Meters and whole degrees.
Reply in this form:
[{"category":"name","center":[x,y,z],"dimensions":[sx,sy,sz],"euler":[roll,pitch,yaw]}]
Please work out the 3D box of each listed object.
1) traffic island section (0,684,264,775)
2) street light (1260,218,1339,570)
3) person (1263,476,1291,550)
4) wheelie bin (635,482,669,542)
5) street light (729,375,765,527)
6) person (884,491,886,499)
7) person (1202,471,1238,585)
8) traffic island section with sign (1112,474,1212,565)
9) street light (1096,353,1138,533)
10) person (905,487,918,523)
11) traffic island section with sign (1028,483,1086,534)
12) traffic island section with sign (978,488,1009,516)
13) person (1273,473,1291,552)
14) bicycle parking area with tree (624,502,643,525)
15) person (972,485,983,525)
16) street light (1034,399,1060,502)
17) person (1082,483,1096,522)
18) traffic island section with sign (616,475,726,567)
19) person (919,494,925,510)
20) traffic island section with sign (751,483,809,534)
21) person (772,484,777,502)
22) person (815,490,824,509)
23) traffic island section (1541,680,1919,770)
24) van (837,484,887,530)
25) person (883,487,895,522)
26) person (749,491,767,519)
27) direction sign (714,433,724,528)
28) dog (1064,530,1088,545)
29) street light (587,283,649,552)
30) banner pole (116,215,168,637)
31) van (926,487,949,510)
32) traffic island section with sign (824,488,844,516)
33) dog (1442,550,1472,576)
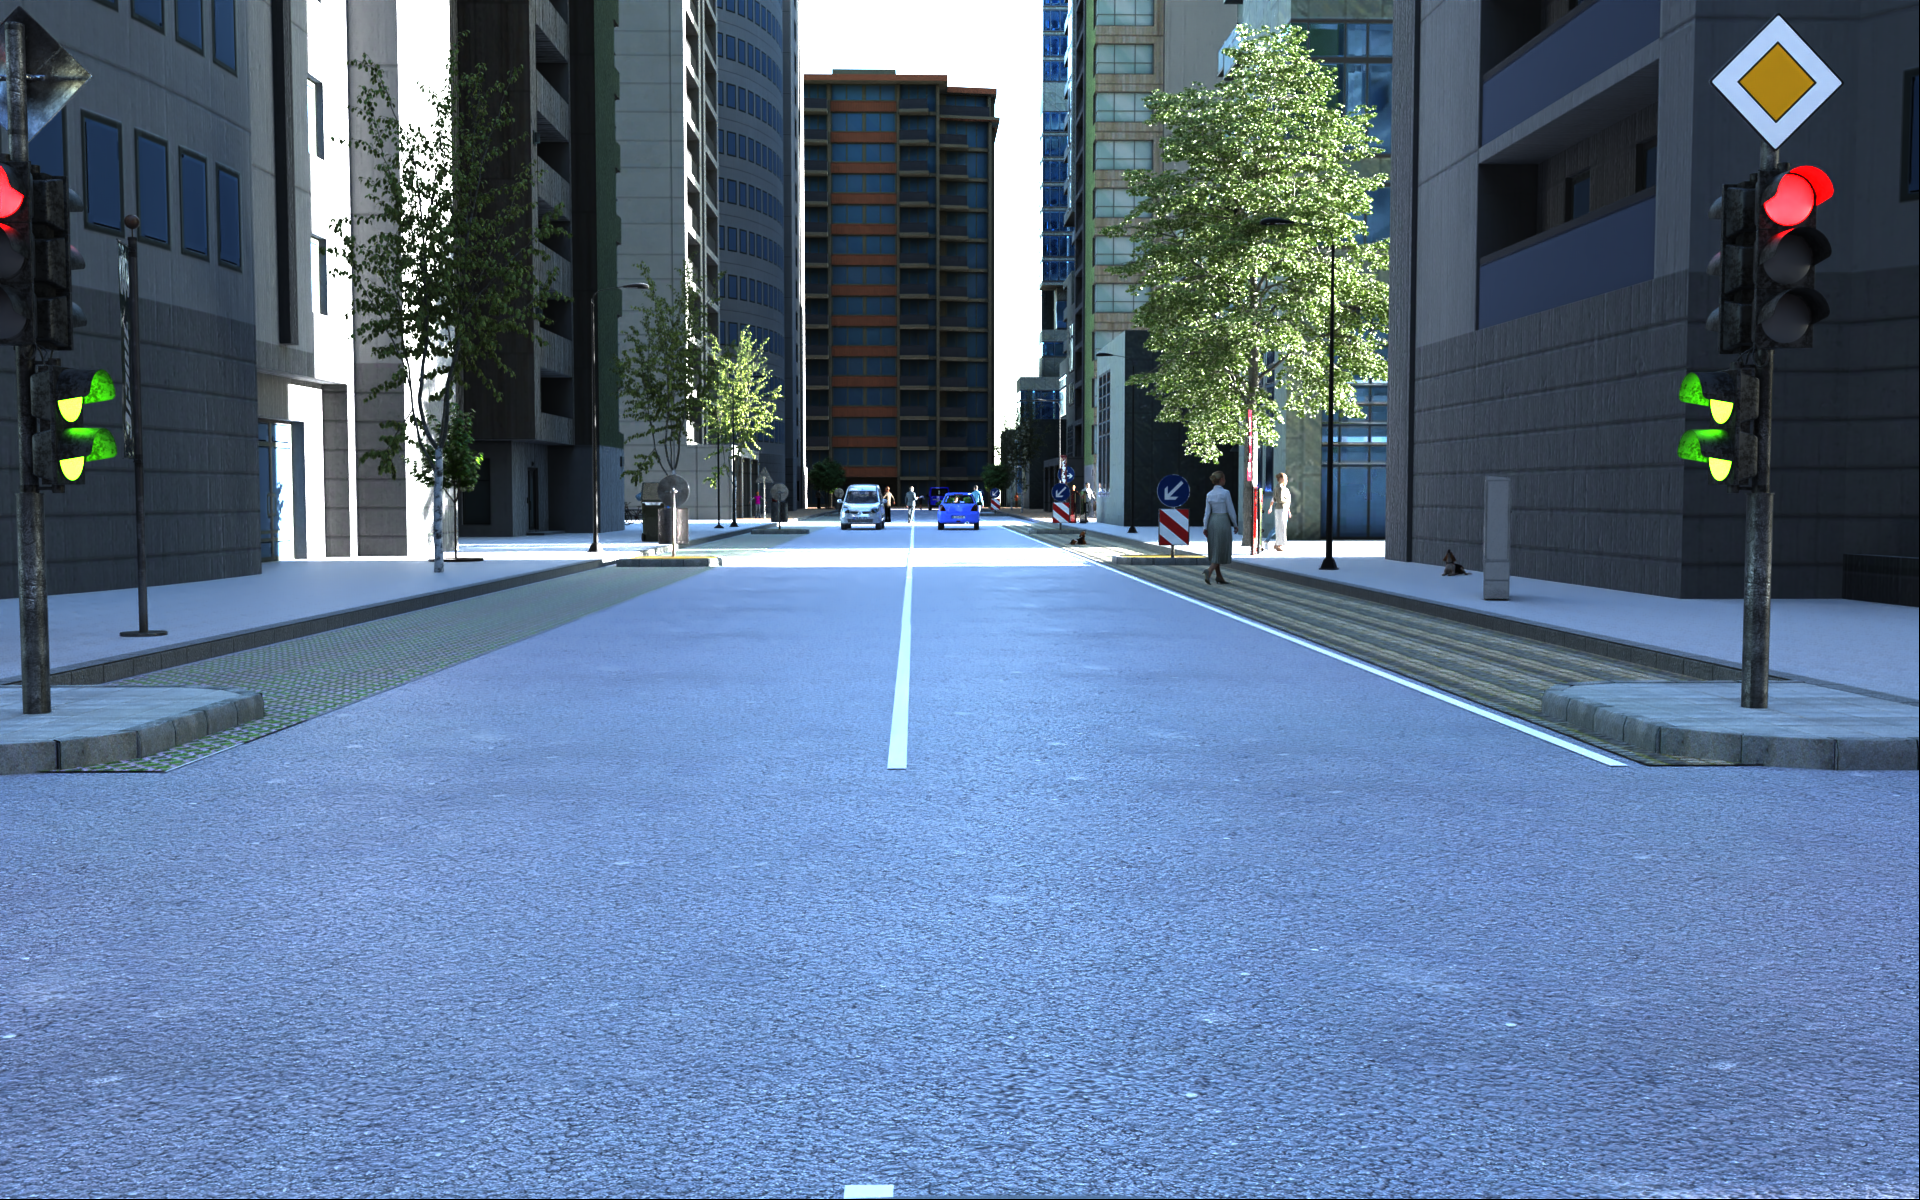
[{"category":"traffic island section","center":[-5.435,0.741,10.168],"dimensions":[2.009,0.180,2.903],"euler":[0,4,-1]},{"category":"street light","center":[5.735,-3.470,29.277],"dimensions":[1.470,5.913,1.316],"euler":[0,4,-1]},{"category":"person","center":[7.254,-2.029,39.887],"dimensions":[0.598,1.740,0.731],"euler":[2,4,31]},{"category":"wheelie bin","center":[-8.259,-2.372,46.691],"dimensions":[0.980,1.594,0.693],"euler":[0,4,-1]},{"category":"street light","center":[-8.287,-5.807,67.478],"dimensions":[1.470,5.913,1.316],"euler":[0,4,-1]},{"category":"person","center":[-6.565,-8.694,151.451],"dimensions":[0.445,1.727,0.742],"euler":[-2,4,-34]},{"category":"person","center":[4.051,-1.136,27.299],"dimensions":[0.641,1.798,0.478],"euler":[-3,4,-36]},{"category":"traffic island section with sign","center":[4.158,-1.645,35.516],"dimensions":[1.989,1.847,2.006],"euler":[0,4,-1]},{"category":"street light","center":[5.158,-5.169,57.061],"dimensions":[1.470,5.913,1.316],"euler":[0,4,-1]},{"category":"person","center":[-2.363,-4.695,85.431],"dimensions":[0.661,1.801,0.590],"euler":[2,4,35]},{"category":"traffic island section with sign","center":[3.467,-3.293,62.462],"dimensions":[1.989,1.847,2.006],"euler":[0,4,-1]},{"category":"traffic island section with sign","center":[2.161,-6.388,113.079],"dimensions":[1.989,1.847,2.006],"euler":[0,4,-1]},{"category":"person","center":[7.186,-1.958,38.607],"dimensions":[0.362,1.759,0.519],"euler":[0,4,-1]},{"category":"bicycle parking area with tree","center":[-17.010,-5.265,73.086],"dimensions":[9.016,4.147,8.231],"euler":[2,4,24]},{"category":"person","center":[0.714,-4.396,80.235],"dimensions":[0.638,1.841,0.748],"euler":[3,4,37]},{"category":"street light","center":[4.325,-6.858,84.672],"dimensions":[1.470,5.913,1.316],"euler":[0,4,-1]},{"category":"person","center":[5.911,-4.524,80.135],"dimensions":[0.709,1.813,0.853],"euler":[-2,4,-31]},{"category":"traffic island section with sign","center":[-5.751,-1.599,34.771],"dimensions":[1.989,1.847,2.006],"euler":[0,4,-1]},{"category":"person","center":[-3.435,-8.838,156.197],"dimensions":[0.628,1.438,0.799],"euler":[0,4,-8]},{"category":"traffic island section with sign","center":[-6.446,-3.284,62.327],"dimensions":[1.989,1.847,2.006],"euler":[0,4,-1]},{"category":"person","center":[-10.271,-5.516,96.166],"dimensions":[0.705,1.831,1.348],"euler":[-1,4,-16]},{"category":"person","center":[-12.364,-8.933,152.112],"dimensions":[0.705,1.823,1.348],"euler":[-3,4,-37]},{"category":"traffic island section","center":[4.803,0.725,10.426],"dimensions":[2.009,0.180,2.903],"euler":[0,4,-1]},{"category":"van","center":[-3.972,-3.910,70.947],"dimensions":[2.013,2.044,4.112],"euler":[0,3,0]},{"category":"person","center":[-3.716,-4.865,88.179],"dimensions":[0.705,1.807,1.348],"euler":[3,4,37]},{"category":"person","center":[-10.600,-4.991,90.862],"dimensions":[0.991,1.433,0.599],"euler":[-1,4,-16]},{"category":"direction sign","center":[-9.052,-4.461,64.934],"dimensions":[0.379,3.537,0.876],"euler":[0,4,-7]},{"category":"dog","center":[3.285,-1.749,48.790],"dimensions":[0.748,0.427,0.550],"euler":[0,4,4]},{"category":"street light","center":[-7.542,-4.020,38.266],"dimensions":[1.470,5.913,1.316],"euler":[0,4,-1]},{"category":"banner pole","center":[-7.359,-1.553,15.401],"dimensions":[0.401,3.779,0.863],"euler":[-1,4,-15]},{"category":"van","center":[-1.867,-9.168,154.286],"dimensions":[2.240,2.365,5.245],"euler":[0,4,-2]},{"category":"traffic island section with sign","center":[-7.737,-6.316,111.901],"dimensions":[1.989,1.847,2.006],"euler":[0,4,-1]},{"category":"dog","center":[7.880,-0.590,27.377],"dimensions":[0.748,0.427,0.550],"euler":[-1,4,-12]}]
